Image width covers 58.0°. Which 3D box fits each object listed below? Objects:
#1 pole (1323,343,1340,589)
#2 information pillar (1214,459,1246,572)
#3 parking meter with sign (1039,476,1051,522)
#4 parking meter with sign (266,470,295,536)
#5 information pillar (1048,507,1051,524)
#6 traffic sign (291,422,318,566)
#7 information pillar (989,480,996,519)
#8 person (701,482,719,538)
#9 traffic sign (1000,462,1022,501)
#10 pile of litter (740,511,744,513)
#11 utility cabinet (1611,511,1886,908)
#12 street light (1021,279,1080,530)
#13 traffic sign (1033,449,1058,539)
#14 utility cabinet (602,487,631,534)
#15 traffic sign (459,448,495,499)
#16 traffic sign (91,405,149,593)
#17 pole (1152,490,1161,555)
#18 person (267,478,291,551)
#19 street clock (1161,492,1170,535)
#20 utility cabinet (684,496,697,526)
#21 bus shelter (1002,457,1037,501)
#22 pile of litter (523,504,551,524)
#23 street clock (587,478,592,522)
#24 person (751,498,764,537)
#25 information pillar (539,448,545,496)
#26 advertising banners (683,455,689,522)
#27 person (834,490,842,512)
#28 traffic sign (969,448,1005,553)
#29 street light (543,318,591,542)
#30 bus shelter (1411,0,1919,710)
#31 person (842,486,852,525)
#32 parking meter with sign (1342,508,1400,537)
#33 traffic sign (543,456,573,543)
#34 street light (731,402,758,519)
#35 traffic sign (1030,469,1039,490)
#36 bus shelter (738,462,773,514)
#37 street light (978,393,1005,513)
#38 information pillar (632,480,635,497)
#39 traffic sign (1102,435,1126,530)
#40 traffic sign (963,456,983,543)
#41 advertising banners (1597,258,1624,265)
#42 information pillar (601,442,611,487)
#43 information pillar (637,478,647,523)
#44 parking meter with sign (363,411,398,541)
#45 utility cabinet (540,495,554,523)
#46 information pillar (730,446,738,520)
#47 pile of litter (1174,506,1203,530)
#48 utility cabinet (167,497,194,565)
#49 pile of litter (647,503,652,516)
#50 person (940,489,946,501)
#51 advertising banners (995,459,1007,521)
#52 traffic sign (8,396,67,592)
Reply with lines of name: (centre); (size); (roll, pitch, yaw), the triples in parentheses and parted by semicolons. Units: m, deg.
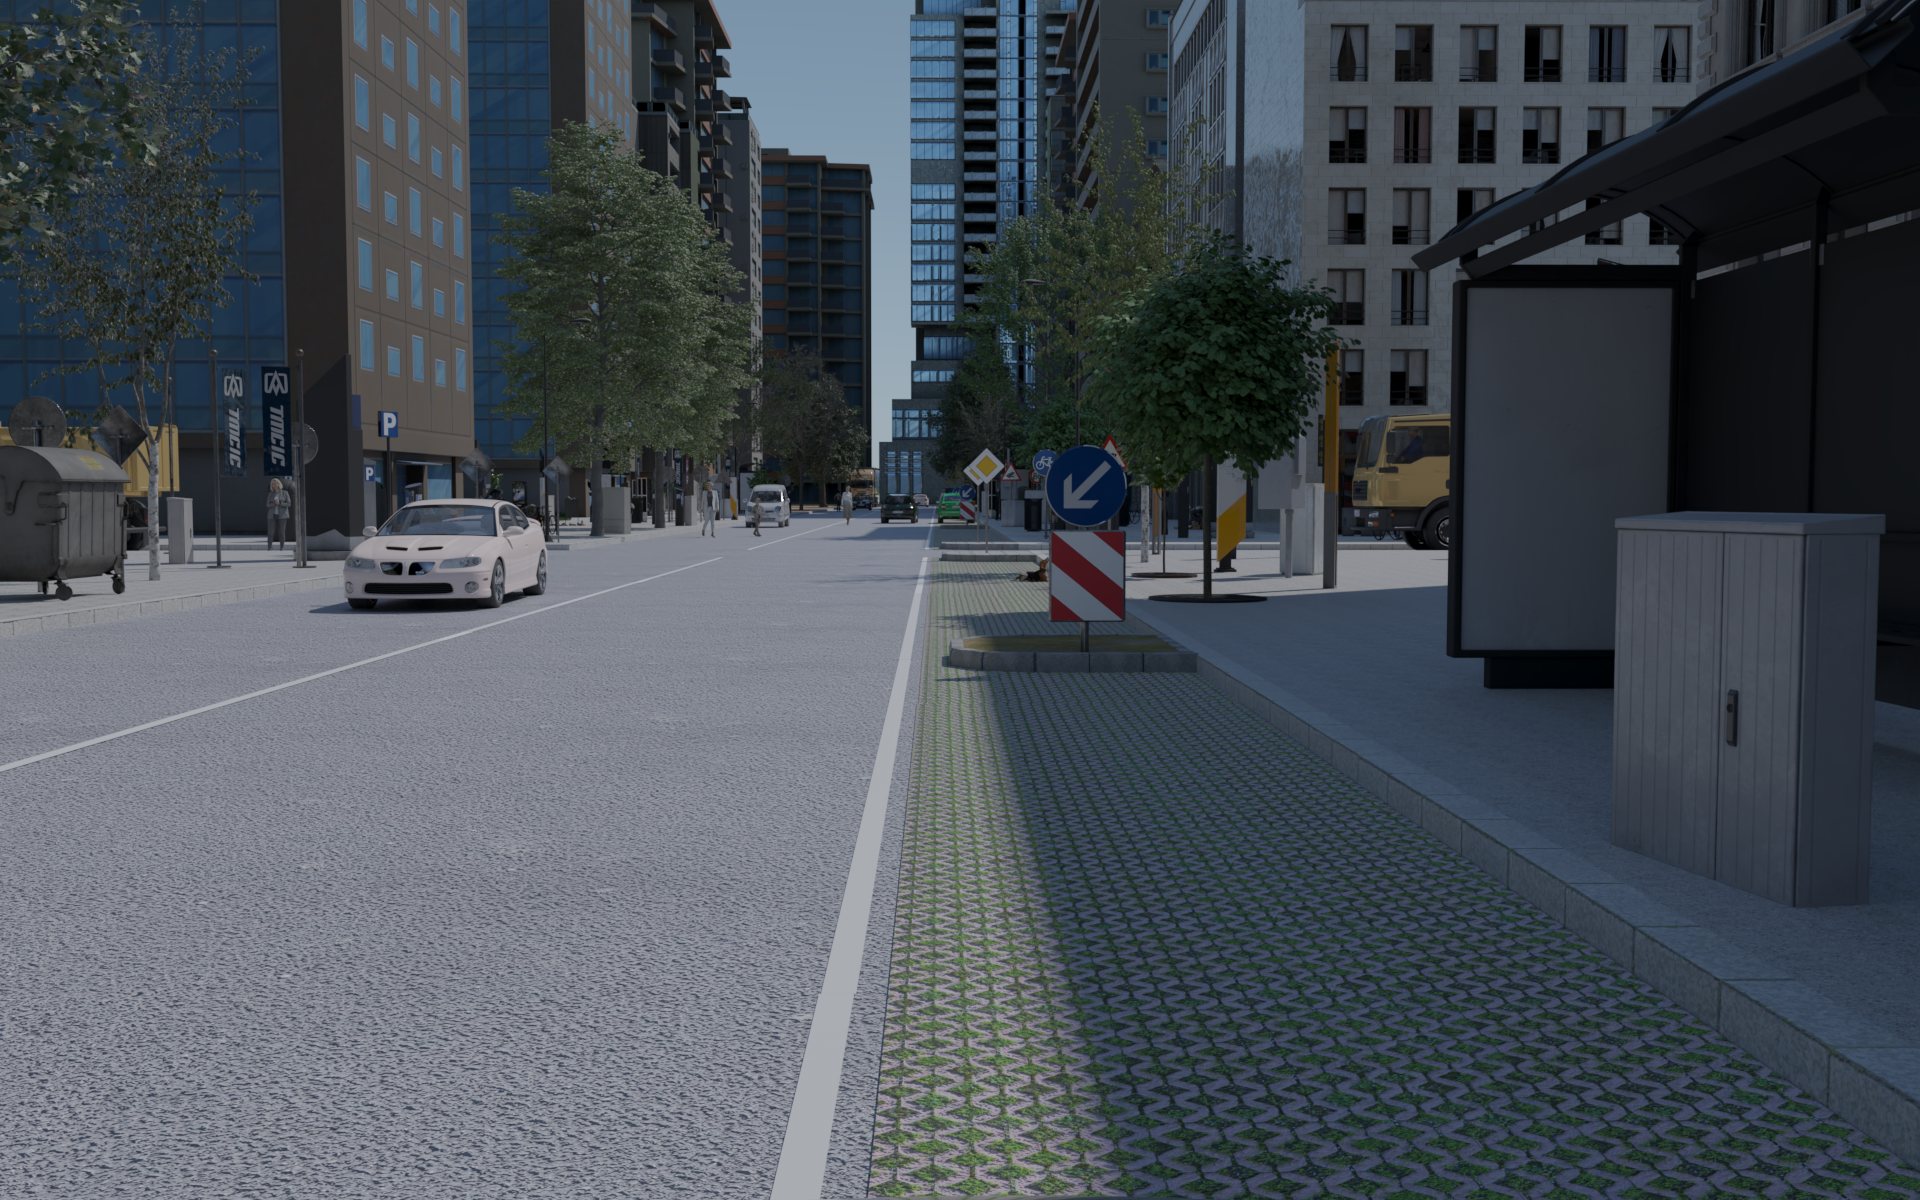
pole: (5.032, -1.811, 23.460); (0.158, 3.312, 0.155); (0, 3, 0)
information pillar: (4.448, -2.267, 28.428); (0.504, 3.616, 0.183); (-1, 4, -8)
parking meter with sign: (4.027, -5.107, 79.766); (0.543, 3.016, 1.738); (-1, 4, -21)
parking meter with sign: (-20.089, -3.376, 51.458); (1.738, 3.016, 0.543); (3, 5, 43)
information pillar: (4.012, -5.055, 73.996); (0.183, 3.616, 0.504); (3, 5, 42)
traffic sign: (-11.745, -1.871, 30.699); (0.768, 2.556, 0.104); (0, 4, 5)
information pillar: (1.688, -5.225, 89.927); (0.304, 2.012, 0.304); (-2, 4, -31)
person: (-8.292, -2.991, 57.283); (0.514, 1.842, 0.818); (-2, 4, -30)
traffic sign: (2.058, -4.286, 70.075); (0.884, 2.594, 0.081); (0, 4, 1)
pile of litter: (-15.139, -6.475, 119.824); (1.176, 0.858, 1.719); (1, 4, 22)
utility cabinet: (2.610, 0.325, 5.851); (0.306, 1.237, 1.020); (-1, 4, -11)
street light: (2.014, -3.982, 37.643); (1.470, 5.913, 1.316); (0, 4, -1)
traffic sign: (2.460, -3.016, 49.422); (0.768, 2.556, 0.104); (0, 4, 3)
utility cabinet: (-10.971, -2.831, 54.961); (1.173, 1.500, 0.318); (2, 4, 34)
traffic sign: (-10.465, -2.074, 37.554); (0.795, 2.450, 0.064); (0, 4, -1)
traffic sign: (-10.907, -1.303, 22.496); (0.795, 2.450, 0.064); (0, 4, 7)
pole: (4.166, -2.616, 36.622); (0.158, 3.312, 0.155); (0, 3, 0)
person: (-16.158, -1.980, 41.055); (0.537, 1.800, 0.526); (0, 4, -5)
street clock: (6.423, -3.044, 54.342); (0.358, 2.002, 0.471); (0, 4, -7)
utility cabinet: (-10.927, -3.615, 70.262); (0.306, 1.237, 1.020); (0, 4, 4)
bus shelter: (3.149, -5.963, 91.415); (2.014, 3.302, 5.546); (0, 4, -1)
pile of litter: (-18.382, -3.692, 74.321); (1.719, 0.858, 1.176); (0, 4, 4)
street clock: (-16.644, -4.515, 78.395); (0.358, 2.002, 0.471); (-3, 5, -42)
person: (-6.812, -2.792, 58.427); (0.475, 1.303, 0.640); (-3, 4, -38)
information pillar: (-21.012, -5.855, 87.083); (0.183, 3.616, 0.504); (-2, 4, -32)
advertising banners: (-12.575, -5.055, 78.830); (0.090, 3.025, 2.074); (-1, 4, -21)
person: (-9.872, -8.100, 141.640); (1.217, 1.736, 0.721); (3, 5, 41)
traffic sign: (0.578, -2.081, 37.675); (0.795, 2.450, 0.064); (0, 4, -1)
street light: (-10.449, -4.489, 45.941); (1.470, 5.913, 1.316); (0, 4, -1)
bus shelter: (4.045, -0.913, 8.858); (2.014, 3.302, 5.546); (0, 4, -1)
person: (-5.194, -4.353, 79.903); (0.478, 1.798, 0.641); (1, 4, 9)
parking meter with sign: (12.454, -3.431, 52.353); (1.738, 3.016, 0.543); (0, 4, 7)
traffic sign: (-10.567, -2.562, 45.538); (0.795, 2.450, 0.064); (0, 4, -1)
street light: (-10.876, -7.031, 87.491); (1.470, 5.913, 1.316); (0, 4, -1)
traffic sign: (3.816, -5.207, 85.239); (0.768, 2.556, 0.104); (0, 4, 7)
bus shelter: (-13.400, -7.266, 112.723); (2.014, 3.302, 5.546); (0, 4, -1)
street light: (1.493, -6.516, 79.073); (1.470, 5.913, 1.316); (0, 4, -1)
information pillar: (-16.705, -5.176, 89.115); (0.304, 2.012, 0.304); (-1, 4, -12)
traffic sign: (3.281, -2.324, 38.003); (0.884, 2.594, 0.081); (0, 4, 3)
traffic sign: (0.476, -2.570, 45.659); (0.795, 2.450, 0.064); (0, 4, -1)
advertising banners: (4.383, -0.999, 12.515); (0.090, 3.025, 2.074); (3, 5, 41)
information pillar: (-15.020, -5.011, 73.279); (0.504, 3.616, 0.183); (-2, 4, -35)
information pillar: (-14.347, -4.510, 78.235); (0.304, 2.012, 0.304); (3, 5, 43)
parking meter with sign: (-12.816, -2.481, 36.817); (1.738, 3.016, 0.543); (1, 4, 20)
utility cabinet: (-18.213, -3.991, 76.412); (0.306, 1.237, 1.020); (0, 4, 6)
information pillar: (-11.165, -5.751, 85.376); (0.183, 3.616, 0.504); (-3, 4, -38)
pile of litter: (8.393, -2.973, 62.578); (1.176, 0.858, 1.719); (-1, 4, -13)
utility cabinet: (-14.400, -1.276, 32.017); (0.306, 1.237, 1.020); (-1, 4, -16)
pile of litter: (-18.080, -5.344, 101.335); (1.176, 0.858, 1.719); (0, 4, -6)
person: (-1.041, -6.436, 113.949); (0.478, 1.798, 0.641); (2, 4, 32)
advertising banners: (2.020, -5.406, 84.575); (0.090, 3.025, 2.074); (1, 4, 16)
traffic sign: (-12.005, -1.372, 22.545); (0.768, 2.556, 0.104); (0, 4, 2)
